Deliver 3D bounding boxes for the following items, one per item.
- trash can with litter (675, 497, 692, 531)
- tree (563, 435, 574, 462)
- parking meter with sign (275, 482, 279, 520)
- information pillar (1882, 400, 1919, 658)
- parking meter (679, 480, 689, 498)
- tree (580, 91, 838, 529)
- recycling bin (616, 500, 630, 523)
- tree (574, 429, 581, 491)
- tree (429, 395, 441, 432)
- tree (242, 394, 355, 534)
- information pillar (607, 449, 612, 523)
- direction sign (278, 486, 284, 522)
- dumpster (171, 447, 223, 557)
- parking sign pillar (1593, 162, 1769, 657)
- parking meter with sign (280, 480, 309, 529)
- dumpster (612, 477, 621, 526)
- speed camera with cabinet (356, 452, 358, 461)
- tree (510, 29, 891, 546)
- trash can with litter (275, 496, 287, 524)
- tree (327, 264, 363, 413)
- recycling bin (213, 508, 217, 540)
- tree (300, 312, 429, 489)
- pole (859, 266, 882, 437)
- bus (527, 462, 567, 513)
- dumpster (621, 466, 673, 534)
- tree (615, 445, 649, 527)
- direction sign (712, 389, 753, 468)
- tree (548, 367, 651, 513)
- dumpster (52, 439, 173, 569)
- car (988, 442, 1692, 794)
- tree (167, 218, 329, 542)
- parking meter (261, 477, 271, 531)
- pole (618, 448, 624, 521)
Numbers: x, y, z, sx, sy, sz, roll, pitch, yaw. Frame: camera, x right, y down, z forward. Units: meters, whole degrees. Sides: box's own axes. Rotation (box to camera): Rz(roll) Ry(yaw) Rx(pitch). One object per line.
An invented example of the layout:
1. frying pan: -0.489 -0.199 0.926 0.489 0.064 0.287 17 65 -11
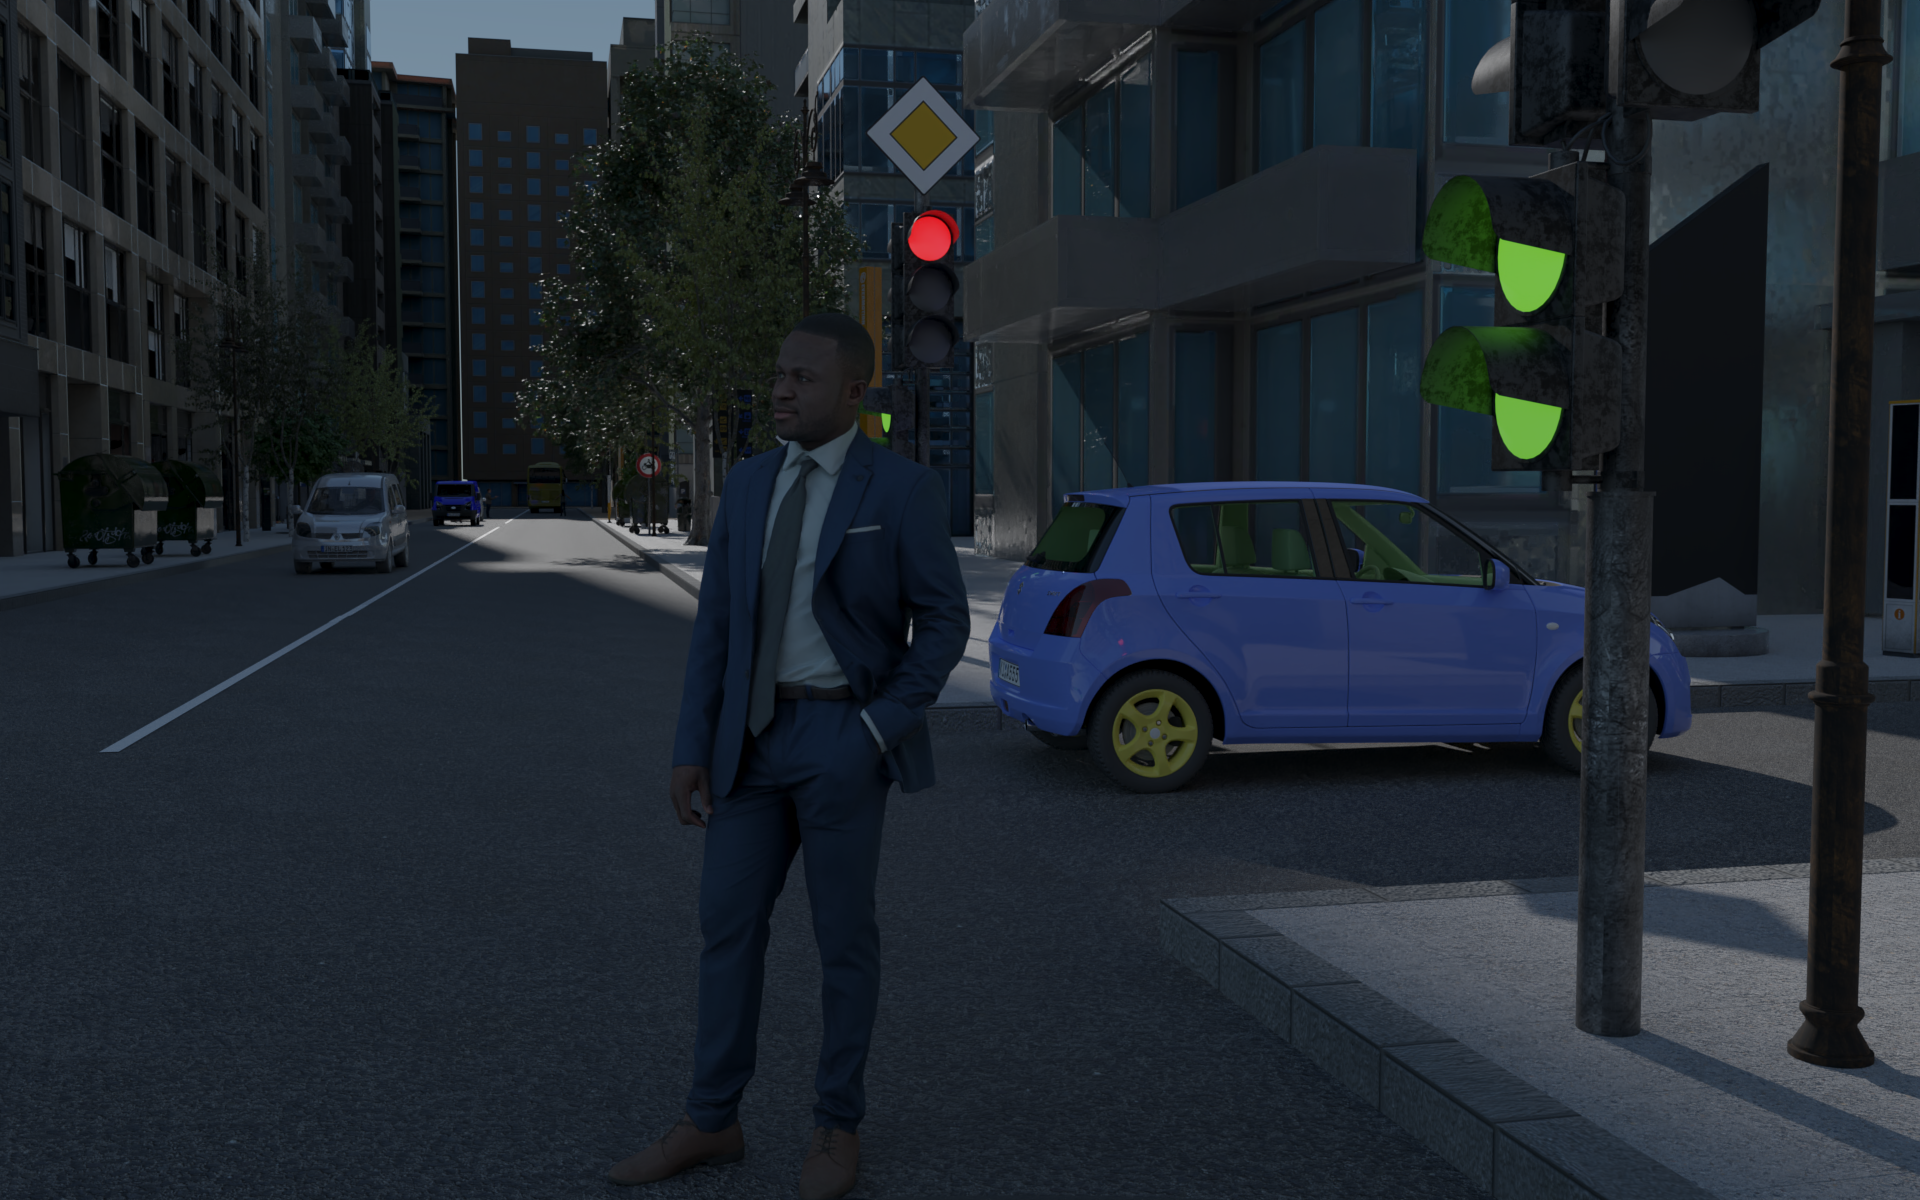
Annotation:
1. trash can with litter: -9.569 -2.948 59.588 0.624 1.170 1.055 -1 4 -17
2. tree: -20.964 -9.398 104.019 4.737 8.622 4.395 0 3 0
3. parking meter with sign: -31.110 -5.074 79.225 1.738 3.016 0.543 -1 4 -23
4. information pillar: 7.526 -0.560 13.648 0.304 2.012 0.304 -2 4 -24
5. parking meter: -11.588 -4.101 72.770 0.399 1.863 0.255 1 4 18
6. tree: -4.302 -4.992 31.989 4.737 8.622 4.395 0 3 0
7. recycling bin: -14.880 -3.943 77.020 0.722 1.027 0.722 0 4 1
8. tree: -11.573 -6.904 63.250 4.737 8.622 4.395 0 3 0
9. tree: -27.781 -8.185 84.191 4.737 8.622 4.395 0 3 0
10. tree: -21.568 -4.452 56.496 4.285 4.588 4.351 0 3 0
11. information pillar: -15.534 -5.219 76.693 0.183 3.616 0.504 0 4 -5
12. direction sign: -30.815 -5.281 78.347 0.379 3.537 0.876 0 4 -6
13. dumpster: -16.260 -2.045 35.928 1.502 2.255 1.985 -1 4 -13
14. parking sign pillar: 5.889 -1.573 14.193 1.447 3.967 1.447 -1 4 -15
15. parking meter with sign: -24.098 -4.090 63.131 0.543 3.016 1.738 -3 5 -43
16. dumpster: -13.131 -4.085 69.276 1.502 2.255 1.985 -1 4 -13
17. speed camera with cabinet: -26.636 -4.908 74.575 2.038 3.252 0.660 1 4 17
18. tree: -6.352 -7.716 43.158 9.611 12.733 9.660 0 3 0
19. trash can with litter: -29.705 -3.942 75.513 1.678 1.210 2.233 -2 4 -25
20. tree: -19.948 -6.187 51.525 4.360 8.622 3.978 0 3 0
21. recycling bin: -21.304 -2.200 48.524 0.722 1.027 0.722 0 4 -5
22. tree: -24.971 -7.388 71.151 4.737 8.622 4.395 0 3 0
23. pole: -0.806 -1.335 15.678 0.158 3.312 0.155 0 3 0
24. bus: -31.724 -8.655 133.057 2.896 3.916 12.252 -1 4 -12
25. dumpster: -10.087 -3.276 56.057 1.502 2.255 1.985 -1 4 -13
26. tree: -12.406 -4.435 67.115 1.663 3.219 1.824 0 3 0
27. direction sign: -4.914 -2.780 37.457 0.876 3.537 0.379 -1 4 -21
28. tree: -24.610 -12.200 117.602 7.486 12.596 7.792 0 3 0
29. dumpster: -15.016 -1.721 30.635 1.502 2.255 1.985 -1 4 -13
30. car: 2.020 0.019 9.274 3.694 1.707 1.945 -1 4 -12
31. tree: -19.326 -5.890 46.663 4.360 8.622 3.978 0 3 0
32. parking meter: -24.156 -3.338 60.280 0.255 1.863 0.399 -2 4 -32
33. pole: -13.835 -4.703 70.734 0.158 3.312 0.155 0 3 0
